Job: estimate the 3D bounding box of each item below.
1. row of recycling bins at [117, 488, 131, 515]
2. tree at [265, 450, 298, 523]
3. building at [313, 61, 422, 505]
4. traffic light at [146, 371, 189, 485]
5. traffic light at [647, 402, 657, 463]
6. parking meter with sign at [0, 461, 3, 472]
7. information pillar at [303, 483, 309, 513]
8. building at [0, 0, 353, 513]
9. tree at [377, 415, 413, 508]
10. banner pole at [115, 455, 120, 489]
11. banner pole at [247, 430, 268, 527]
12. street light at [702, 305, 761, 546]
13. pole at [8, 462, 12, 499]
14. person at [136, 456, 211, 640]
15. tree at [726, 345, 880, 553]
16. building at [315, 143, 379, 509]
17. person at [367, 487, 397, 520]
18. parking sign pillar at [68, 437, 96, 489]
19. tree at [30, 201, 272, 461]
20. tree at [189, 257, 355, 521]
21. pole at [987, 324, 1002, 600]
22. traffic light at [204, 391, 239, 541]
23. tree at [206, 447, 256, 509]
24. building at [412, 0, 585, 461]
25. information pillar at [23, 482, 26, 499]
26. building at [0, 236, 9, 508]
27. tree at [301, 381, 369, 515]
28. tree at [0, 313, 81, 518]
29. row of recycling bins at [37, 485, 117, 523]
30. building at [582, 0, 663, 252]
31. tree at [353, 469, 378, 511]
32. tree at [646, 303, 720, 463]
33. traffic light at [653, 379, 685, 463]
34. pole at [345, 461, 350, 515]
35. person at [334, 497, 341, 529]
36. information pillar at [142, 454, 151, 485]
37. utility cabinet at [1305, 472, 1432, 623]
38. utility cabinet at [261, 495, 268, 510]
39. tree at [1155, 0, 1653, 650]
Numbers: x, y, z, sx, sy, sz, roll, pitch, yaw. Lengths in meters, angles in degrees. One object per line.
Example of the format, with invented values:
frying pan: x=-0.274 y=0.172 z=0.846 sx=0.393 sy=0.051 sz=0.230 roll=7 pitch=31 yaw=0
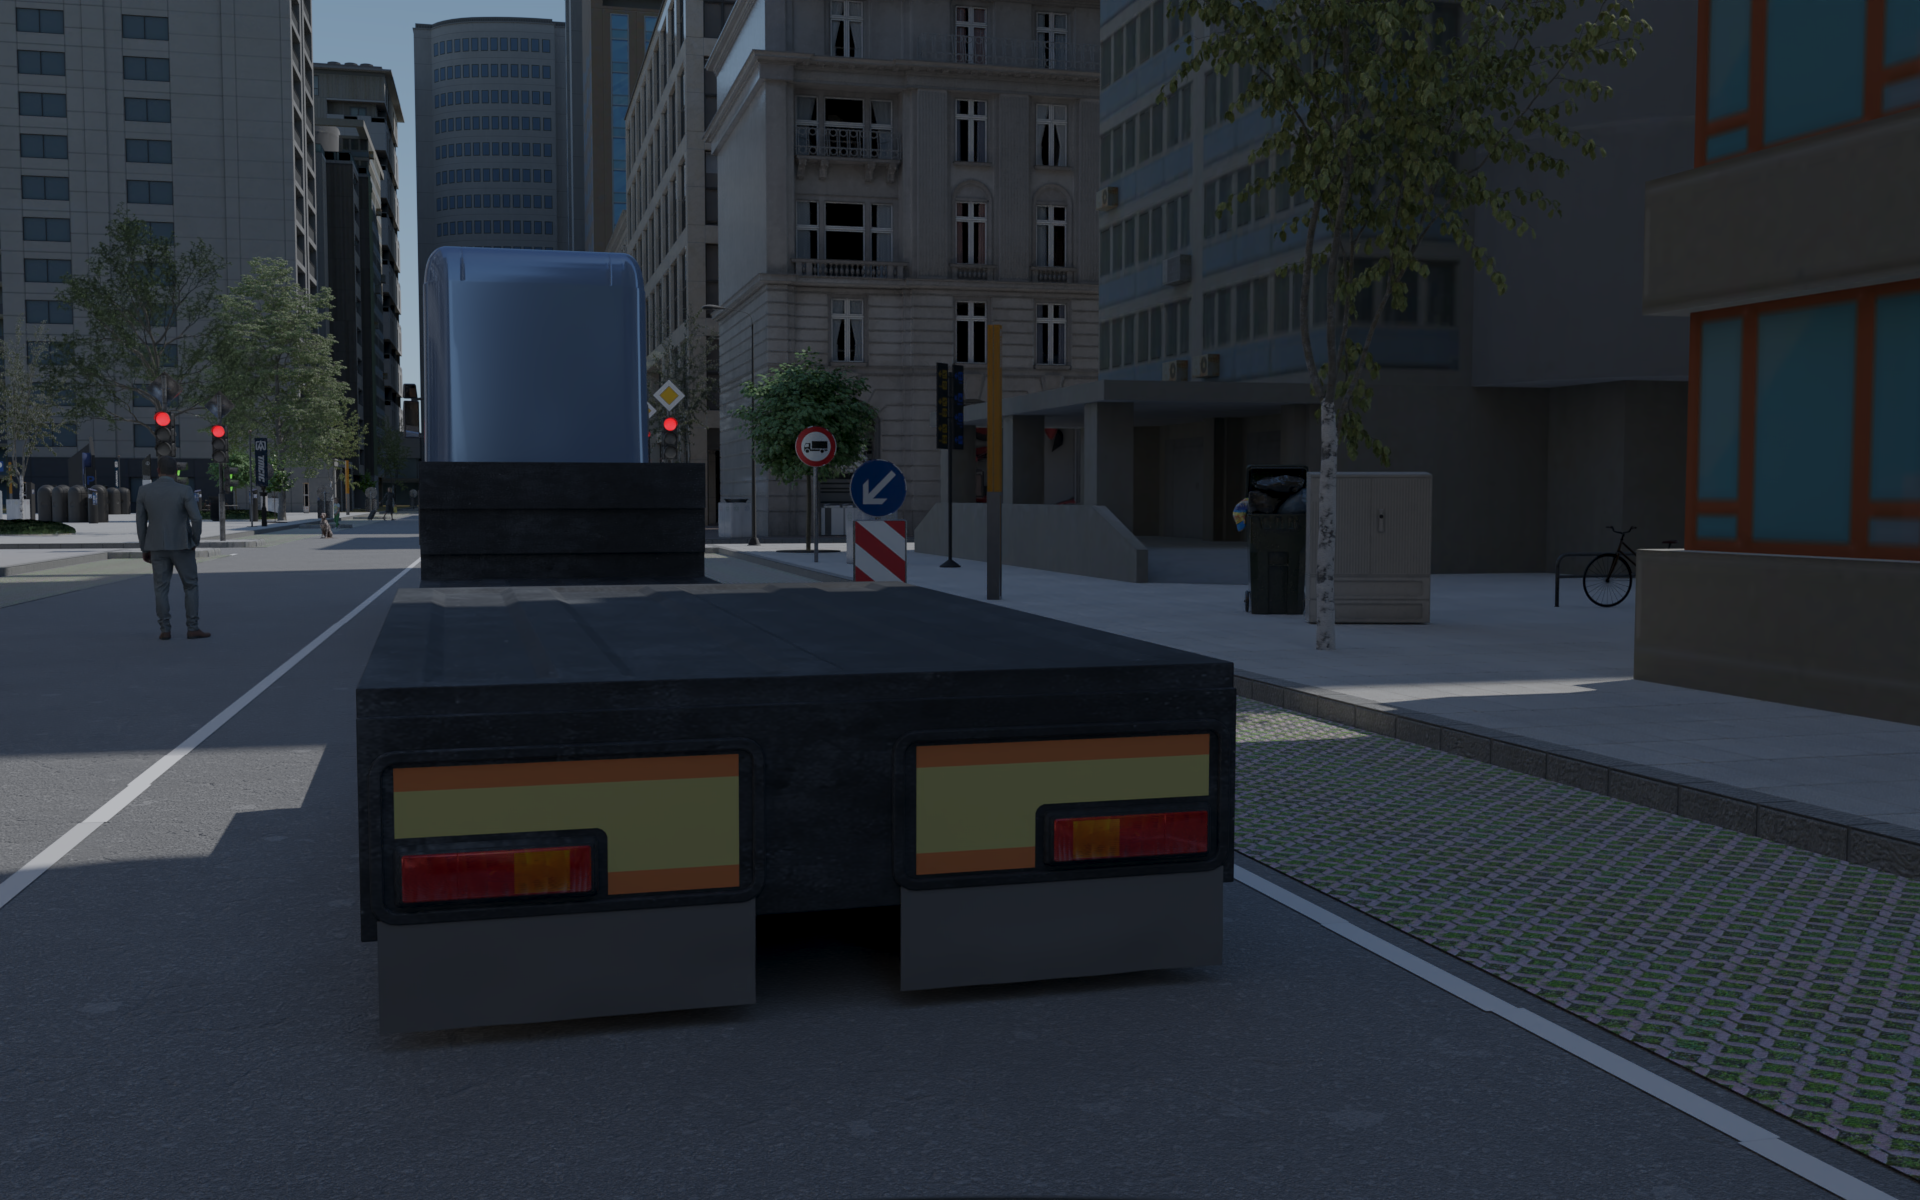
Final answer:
row of recycling bins: x=-52.972 y=-6.138 z=107.469 sx=1.069 sy=1.692 sz=3.534 roll=1 pitch=4 yaw=19
tree: x=-30.516 y=-5.042 z=77.030 sx=1.663 sy=3.219 sz=1.824 roll=0 pitch=3 yaw=0
building: x=-80.037 y=-38.016 z=210.792 sx=27.495 sy=52.752 sz=28.713 roll=-1 pitch=4 yaw=-15
traffic light: x=-18.125 y=-3.100 z=39.600 sx=0.839 sy=4.253 sz=0.868 roll=-1 pitch=4 yaw=-15
traffic light: x=-9.192 y=-3.750 z=50.235 sx=0.839 sy=4.253 sz=0.868 roll=-1 pitch=4 yaw=-15
parking meter with sign: x=-51.594 y=-5.884 z=92.457 sx=0.543 sy=3.016 sz=1.738 roll=-3 pitch=5 yaw=-44
information pillar: x=-43.415 y=-6.756 z=114.954 sx=0.304 sy=2.012 sz=0.304 roll=-3 pitch=4 yaw=-36
building: x=-55.723 y=-42.007 z=125.061 sx=20.563 sy=71.187 sz=20.611 roll=-1 pitch=4 yaw=-15
tree: x=-52.024 y=-12.733 z=158.551 sx=4.737 sy=8.622 sz=4.395 roll=0 pitch=3 yaw=0
banner pole: x=-54.183 y=-7.427 z=111.448 sx=0.401 sy=3.779 sz=0.863 roll=0 pitch=4 yaw=-3
banner pole: x=-27.440 y=-4.747 z=67.629 sx=0.863 sy=3.779 sz=0.401 roll=-2 pitch=4 yaw=-26
street light: x=-5.651 y=-4.297 z=42.804 sx=1.470 sy=5.913 sz=1.316 roll=-1 pitch=4 yaw=-15
pole: x=-60.706 y=-7.150 z=110.746 sx=0.158 sy=3.312 sz=0.155 roll=0 pitch=3 yaw=0
person: x=-7.781 y=-0.520 z=17.095 sx=0.635 sy=1.810 sz=0.391 roll=-1 pitch=4 yaw=-16
tree: x=-3.441 y=-3.336 z=38.263 sx=4.285 sy=4.588 sz=4.351 roll=0 pitch=3 yaw=0
building: x=-56.623 y=-22.796 z=144.417 sx=14.160 sy=30.474 sz=14.107 roll=-1 pitch=4 yaw=-15
person: x=-31.446 y=-5.237 z=94.342 sx=1.509 sy=1.804 sz=0.699 roll=0 pitch=4 yaw=0
parking sign pillar: x=-40.762 y=-5.666 z=81.112 sx=1.447 sy=3.967 sz=1.447 roll=-2 pitch=4 yaw=-30
tree: x=-26.222 y=-7.446 z=56.163 sx=7.601 sy=10.594 sz=8.767 roll=-2 pitch=4 yaw=-30
tree: x=-33.161 y=-10.124 z=83.658 sx=7.486 sy=12.596 sz=7.792 roll=0 pitch=3 yaw=0
pole: x=0.419 y=-1.659 z=20.968 sx=0.158 sy=3.312 sz=0.155 roll=0 pitch=3 yaw=0
traffic light: x=-20.171 y=-3.572 z=47.319 sx=0.839 sy=4.253 sz=0.868 roll=-1 pitch=4 yaw=-15
tree: x=-45.992 y=-7.711 z=109.791 sx=4.285 sy=4.588 sz=4.351 roll=0 pitch=3 yaw=0
building: x=-51.994 y=-41.071 z=213.515 sx=28.212 sy=58.520 sz=21.231 roll=-1 pitch=4 yaw=-15
information pillar: x=-59.026 y=-6.413 z=109.349 sx=0.304 sy=2.012 sz=0.304 roll=-1 pitch=4 yaw=-11
building: x=-96.820 y=-31.536 z=170.233 sx=28.867 sy=44.769 sz=22.147 roll=-1 pitch=4 yaw=-15
tree: x=-39.226 y=-9.652 z=108.178 sx=4.737 sy=8.622 sz=4.395 roll=0 pitch=3 yaw=0
tree: x=-38.507 y=-7.393 z=71.241 sx=4.360 sy=8.622 sz=3.978 roll=0 pitch=3 yaw=0
row of recycling bins: x=-39.926 y=-4.330 z=77.910 sx=3.534 sy=1.692 sz=1.069 roll=1 pitch=4 yaw=14
building: x=-23.657 y=-30.169 z=143.374 sx=14.600 sy=45.320 sz=14.200 roll=-1 pitch=4 yaw=-15
tree: x=-45.006 y=-8.387 z=131.730 sx=1.663 sy=3.219 sz=1.824 roll=0 pitch=3 yaw=0
tree: x=-10.736 y=-7.069 z=65.940 sx=4.360 sy=8.622 sz=3.978 roll=0 pitch=3 yaw=0
traffic light: x=-7.146 y=-3.278 z=42.515 sx=0.839 sy=4.253 sz=0.868 roll=-1 pitch=4 yaw=-15
pole: x=-37.275 y=-6.821 z=105.366 sx=0.158 sy=3.312 sz=0.155 roll=0 pitch=3 yaw=0
person: x=-25.335 y=-3.530 z=70.456 sx=0.306 sy=1.304 sz=0.590 roll=0 pitch=4 yaw=7
information pillar: x=-47.330 y=-6.698 z=100.868 sx=0.504 sy=3.616 sz=0.183 roll=0 pitch=3 yaw=0
utility cabinet: x=4.030 y=-0.515 z=17.106 sx=1.173 sy=1.500 sz=0.318 roll=0 pitch=4 yaw=3
utility cabinet: x=-41.512 y=-5.637 z=103.322 sx=0.306 sy=1.237 sz=1.020 roll=-1 pitch=4 yaw=-16
tree: x=3.257 y=-3.895 z=14.045 sx=4.737 sy=8.622 sz=4.395 roll=0 pitch=3 yaw=0
